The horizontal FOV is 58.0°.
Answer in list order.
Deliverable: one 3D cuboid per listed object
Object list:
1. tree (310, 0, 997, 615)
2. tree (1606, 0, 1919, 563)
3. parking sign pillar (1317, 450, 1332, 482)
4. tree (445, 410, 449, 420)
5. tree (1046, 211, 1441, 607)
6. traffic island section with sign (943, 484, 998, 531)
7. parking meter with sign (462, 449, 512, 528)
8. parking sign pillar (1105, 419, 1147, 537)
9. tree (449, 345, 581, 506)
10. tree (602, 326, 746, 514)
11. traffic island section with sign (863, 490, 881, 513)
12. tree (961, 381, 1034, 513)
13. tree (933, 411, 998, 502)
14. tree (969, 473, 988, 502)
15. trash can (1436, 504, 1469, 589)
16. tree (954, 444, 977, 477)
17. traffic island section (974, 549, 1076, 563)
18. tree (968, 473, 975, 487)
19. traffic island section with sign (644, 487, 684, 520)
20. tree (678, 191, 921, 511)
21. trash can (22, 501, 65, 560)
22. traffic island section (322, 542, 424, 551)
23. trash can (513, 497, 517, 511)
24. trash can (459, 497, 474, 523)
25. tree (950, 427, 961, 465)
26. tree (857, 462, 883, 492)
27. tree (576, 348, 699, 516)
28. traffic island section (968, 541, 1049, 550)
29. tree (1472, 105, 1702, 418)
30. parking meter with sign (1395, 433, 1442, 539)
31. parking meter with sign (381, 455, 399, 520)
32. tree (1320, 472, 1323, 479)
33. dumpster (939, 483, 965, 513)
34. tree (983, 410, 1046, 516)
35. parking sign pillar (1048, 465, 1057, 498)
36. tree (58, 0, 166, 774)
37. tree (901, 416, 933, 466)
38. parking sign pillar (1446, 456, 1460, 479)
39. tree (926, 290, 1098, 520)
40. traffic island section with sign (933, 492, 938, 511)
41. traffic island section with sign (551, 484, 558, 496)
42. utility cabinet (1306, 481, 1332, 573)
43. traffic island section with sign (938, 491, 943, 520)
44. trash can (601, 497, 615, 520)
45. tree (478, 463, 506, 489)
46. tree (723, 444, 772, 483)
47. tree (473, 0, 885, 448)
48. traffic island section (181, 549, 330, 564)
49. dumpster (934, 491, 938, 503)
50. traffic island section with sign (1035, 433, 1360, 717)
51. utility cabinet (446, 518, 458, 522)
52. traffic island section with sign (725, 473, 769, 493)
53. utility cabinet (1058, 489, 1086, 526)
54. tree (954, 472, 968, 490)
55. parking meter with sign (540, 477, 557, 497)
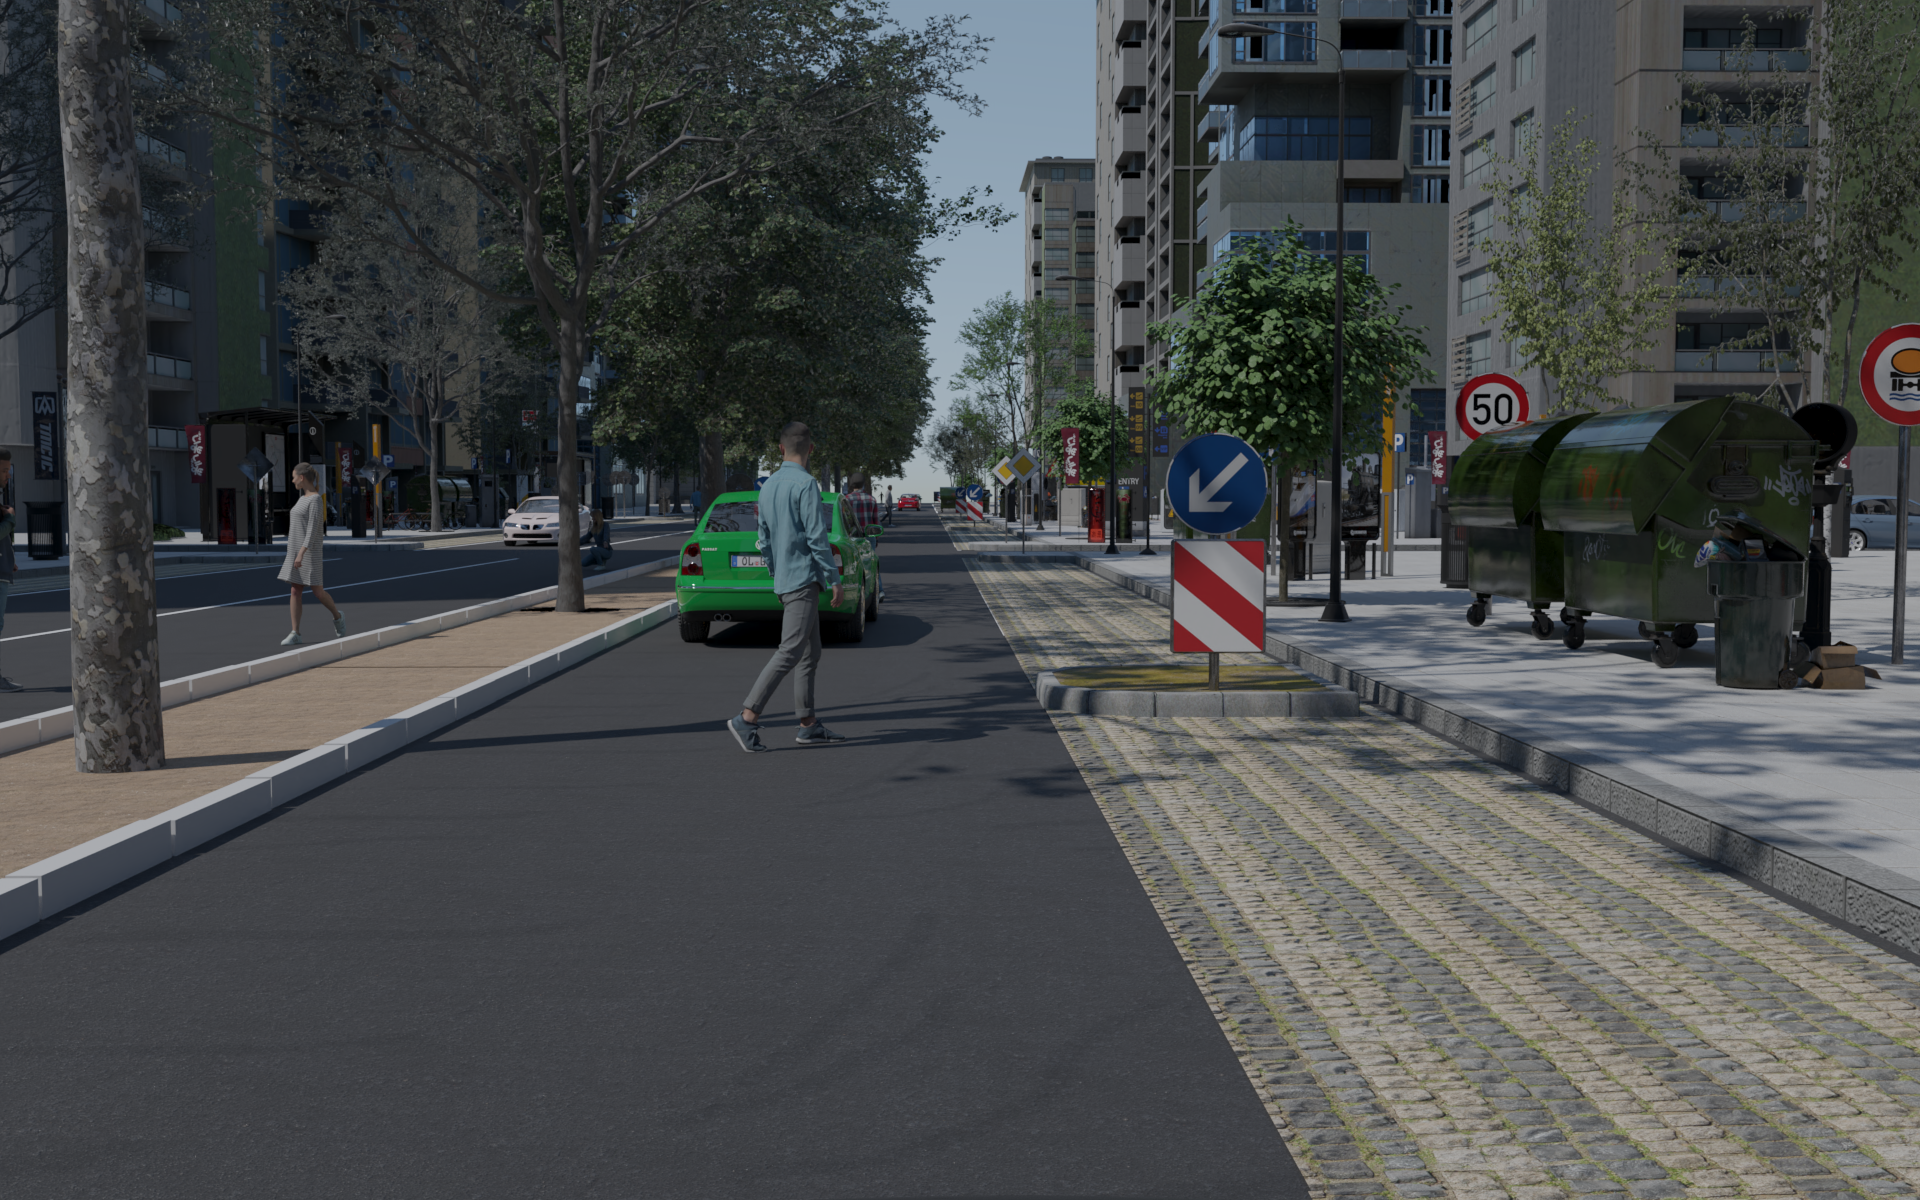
[{"bbox_3d":[-4.767,-6.602,20.775,12.009,13.543,11.850,0,3,0],"label":"tree"},{"bbox_3d":[10.345,-4.312,20.859,4.360,8.622,3.978,0,3,0],"label":"tree"},{"bbox_3d":[15.809,-5.346,75.878,1.447,3.967,1.447,0,4,5],"label":"parking sign pillar"},{"bbox_3d":[-27.669,-9.166,100.224,4.360,8.622,3.978,0,3,0],"label":"tree"},{"bbox_3d":[3.842,-2.229,20.153,4.285,4.588,4.351,0,3,0],"label":"tree"},{"bbox_3d":[0.454,-3.637,68.099,1.989,1.847,2.006,0,4,-1],"label":"traffic island section with sign"},{"bbox_3d":[-18.172,-4.310,66.735,1.738,3.016,0.543,-2,4,-31],"label":"parking meter with sign"},{"bbox_3d":[5.063,-3.920,52.561,1.447,3.967,1.447,2,4,32],"label":"parking sign pillar"},{"bbox_3d":[-18.673,-7.564,74.034,4.360,8.622,3.978,0,3,0],"label":"tree"},{"bbox_3d":[-18.643,-11.995,113.120,9.611,12.733,9.660,0,3,0],"label":"tree"},{"bbox_3d":[-6.433,-6.834,119.874,2.006,1.907,1.989,0,4,-1],"label":"traffic island section with sign"},{"bbox_3d":[2.648,-9.939,112.871,4.360,8.622,3.978,0,3,0],"label":"tree"},{"bbox_3d":[1.496,-15.297,184.520,7.601,10.594,8.767,3,5,41],"label":"tree"},{"bbox_3d":[1.983,-11.031,174.955,1.663,3.219,1.824,0,3,0],"label":"tree"},{"bbox_3d":[6.866,-0.731,23.603,0.748,1.137,0.748,0,3,0],"label":"trash can"},{"bbox_3d":[0.492,-18.042,245.346,4.737,8.622,4.395,0,3,0],"label":"tree"},{"bbox_3d":[1.385,-0.914,37.225,2.009,0.180,2.903,0,4,-1],"label":"traffic island section"},{"bbox_3d":[3.055,-7.304,103.127,4.285,4.588,4.351,0,3,0],"label":"tree"},{"bbox_3d":[-16.133,-5.251,94.474,1.989,1.847,2.006,0,4,-1],"label":"traffic island section with sign"},{"bbox_3d":[-5.339,-8.563,60.595,7.486,12.596,7.792,0,3,0],"label":"tree"},{"bbox_3d":[-17.775,-1.345,33.636,0.748,1.137,0.748,0,3,0],"label":"trash can"},{"bbox_3d":[-15.159,-1.383,44.896,2.009,0.180,2.903,0,4,-1],"label":"traffic island section"},{"bbox_3d":[-21.376,-4.437,84.198,0.748,1.137,0.748,0,3,0],"label":"trash can"},{"bbox_3d":[-20.771,-3.745,72.876,0.748,1.137,0.748,0,3,0],"label":"trash can"},{"bbox_3d":[1.460,-12.275,151.065,4.360,8.622,3.978,0,3,0],"label":"tree"},{"bbox_3d":[-6.010,-8.962,99.352,4.360,8.622,3.978,0,3,0],"label":"tree"},{"bbox_3d":[-18.218,-10.155,100.438,8.767,10.594,7.601,-1,4,-9],"label":"tree"},{"bbox_3d":[1.229,-1.402,45.209,2.009,0.180,2.903,0,4,-1],"label":"traffic island section"},{"bbox_3d":[11.624,-5.063,33.140,4.737,8.622,4.395,0,3,0],"label":"tree"},{"bbox_3d":[13.226,-3.280,49.882,1.738,3.016,0.543,-2,4,-31],"label":"parking meter with sign"},{"bbox_3d":[-24.970,-4.880,76.044,0.543,3.016,1.738,-2,4,-27],"label":"parking meter with sign"},{"bbox_3d":[14.439,-4.348,65.693,1.663,3.219,1.824,0,3,0],"label":"tree"},{"bbox_3d":[-0.598,-7.825,132.884,1.985,2.255,1.502,0,4,-2],"label":"dumpster"},{"bbox_3d":[3.660,-4.012,49.305,4.285,4.588,4.351,0,3,0],"label":"tree"},{"bbox_3d":[6.543,-7.791,115.847,1.447,3.967,1.447,1,4,13],"label":"parking sign pillar"},{"bbox_3d":[-3.143,-9.127,7.578,12.611,20.169,13.585,0,3,0],"label":"tree"},{"bbox_3d":[-6.371,-10.934,115.640,8.767,10.594,7.601,0,4,-1],"label":"tree"},{"bbox_3d":[20.784,-5.231,73.996,1.447,3.967,1.447,-1,4,-18],"label":"parking sign pillar"},{"bbox_3d":[3.138,-9.867,87.076,9.928,11.665,9.643,0,3,0],"label":"tree"},{"bbox_3d":[-1.025,-8.284,144.069,1.989,1.847,2.006,0,4,-1],"label":"traffic island section with sign"},{"bbox_3d":[-15.603,-3.587,67.275,1.989,1.847,2.006,0,4,-1],"label":"traffic island section with sign"},{"bbox_3d":[5.698,-1.179,27.952,0.318,1.500,1.173,3,5,40],"label":"utility cabinet"},{"bbox_3d":[-0.065,-5.286,95.049,1.989,1.847,2.006,0,4,-1],"label":"traffic island section with sign"},{"bbox_3d":[-17.754,-4.626,87.288,0.748,1.137,0.748,0,3,0],"label":"trash can"},{"bbox_3d":[-28.454,-6.779,105.435,1.663,3.219,1.824,0,3,0],"label":"tree"},{"bbox_3d":[-20.145,-13.159,165.514,4.737,8.622,4.395,0,3,0],"label":"tree"},{"bbox_3d":[-4.727,-7.581,33.065,9.857,13.997,8.962,0,3,0],"label":"tree"},{"bbox_3d":[-15.004,-0.895,36.913,2.009,0.180,2.903,0,4,-1],"label":"traffic island section"},{"bbox_3d":[-3.312,-16.325,275.132,1.865,1.857,1.264,0,4,1],"label":"dumpster"},{"bbox_3d":[1.543,-0.205,11.984,1.989,1.847,2.006,0,4,-1],"label":"traffic island section with sign"},{"bbox_3d":[-23.781,-4.259,80.797,0.306,1.237,1.020,-3,5,-44],"label":"utility cabinet"},{"bbox_3d":[-4.963,-2.239,44.750,2.006,1.907,1.989,0,4,-1],"label":"traffic island section with sign"},{"bbox_3d":[4.457,-3.706,69.264,1.173,1.500,0.318,3,5,41],"label":"utility cabinet"},{"bbox_3d":[0.794,-15.428,235.965,4.285,4.588,4.351,0,3,0],"label":"tree"},{"bbox_3d":[-18.611,-5.019,78.317,1.738,3.016,0.543,-1,4,-11],"label":"parking meter with sign"}]
